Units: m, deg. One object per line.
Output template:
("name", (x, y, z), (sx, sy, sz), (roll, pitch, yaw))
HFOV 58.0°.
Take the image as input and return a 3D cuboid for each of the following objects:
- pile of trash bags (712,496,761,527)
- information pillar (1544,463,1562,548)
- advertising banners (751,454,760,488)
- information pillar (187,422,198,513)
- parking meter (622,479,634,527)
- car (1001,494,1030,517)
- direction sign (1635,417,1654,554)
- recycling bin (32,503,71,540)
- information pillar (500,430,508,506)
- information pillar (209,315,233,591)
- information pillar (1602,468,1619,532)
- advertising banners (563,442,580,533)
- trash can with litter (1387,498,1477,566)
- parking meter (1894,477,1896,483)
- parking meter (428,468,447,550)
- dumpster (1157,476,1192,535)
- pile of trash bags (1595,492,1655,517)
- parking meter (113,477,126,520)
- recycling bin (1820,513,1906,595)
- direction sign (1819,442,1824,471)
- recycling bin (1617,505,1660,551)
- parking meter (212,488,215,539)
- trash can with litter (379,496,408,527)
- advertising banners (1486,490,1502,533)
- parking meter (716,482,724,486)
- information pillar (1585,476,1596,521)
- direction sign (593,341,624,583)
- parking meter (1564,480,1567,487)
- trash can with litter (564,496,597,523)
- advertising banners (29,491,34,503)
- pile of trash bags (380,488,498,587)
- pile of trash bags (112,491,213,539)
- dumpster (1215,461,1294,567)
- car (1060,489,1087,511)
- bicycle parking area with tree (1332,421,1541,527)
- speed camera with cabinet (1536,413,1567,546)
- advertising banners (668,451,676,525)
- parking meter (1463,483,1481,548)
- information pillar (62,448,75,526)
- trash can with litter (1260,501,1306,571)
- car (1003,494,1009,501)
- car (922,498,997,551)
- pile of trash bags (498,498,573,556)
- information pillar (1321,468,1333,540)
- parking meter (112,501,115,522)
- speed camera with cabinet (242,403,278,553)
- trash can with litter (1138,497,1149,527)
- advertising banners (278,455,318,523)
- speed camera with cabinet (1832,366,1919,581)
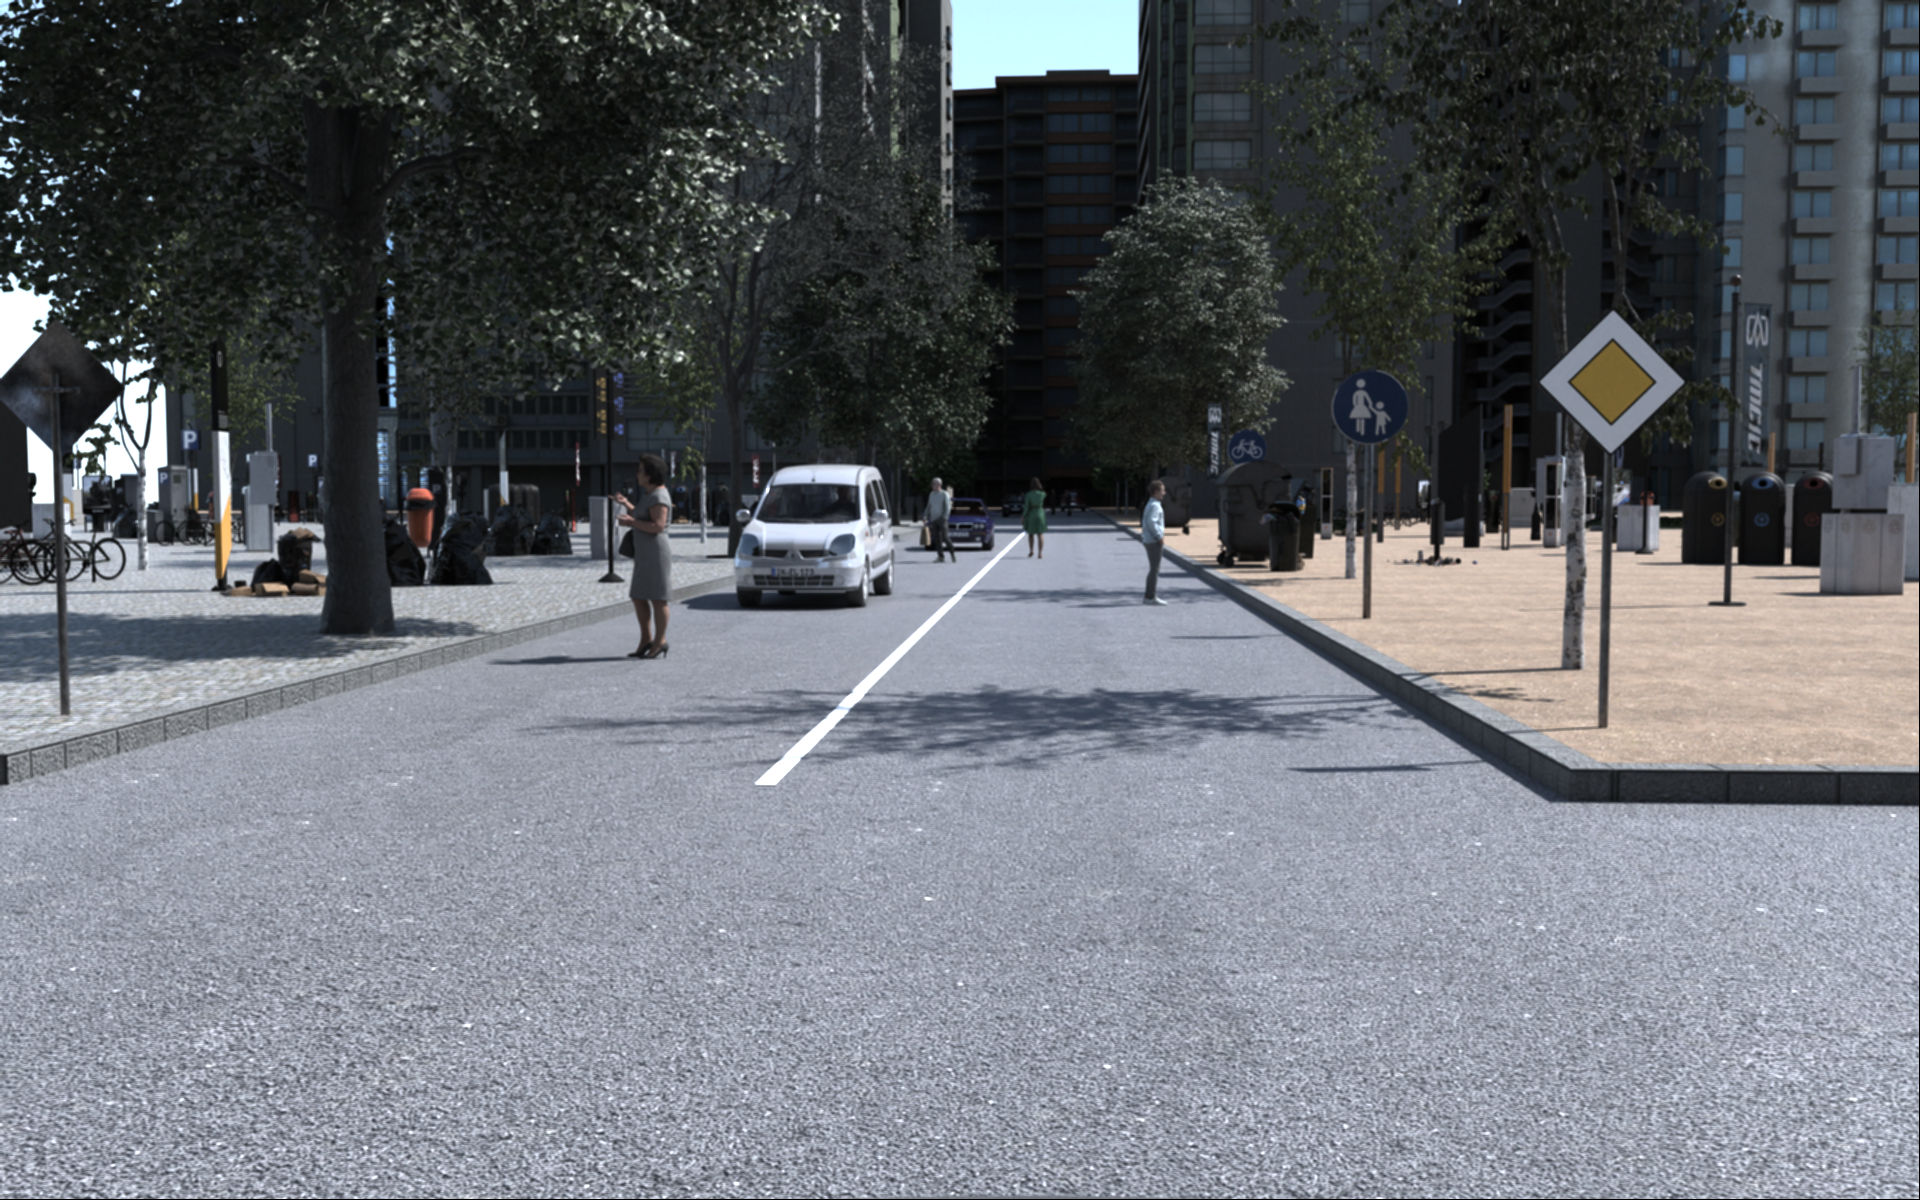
("pile of trash bags", (-8.261, -3.579, 68.263), (1.912, 1.369, 3.447), (-3, 5, -39))
("information pillar", (14.130, -2.250, 41.273), (0.304, 2.012, 0.304), (3, 4, 39))
("advertising banners", (-8.479, -4.935, 76.876), (0.090, 3.025, 2.074), (3, 5, 43))
("information pillar", (-24.990, -3.978, 56.392), (0.504, 3.616, 0.183), (3, 5, 41))
("parking meter", (-12.892, -3.768, 67.324), (0.399, 1.863, 0.255), (-3, 5, -43))
("car", (3.588, -6.051, 108.726), (2.009, 1.686, 4.222), (0, 4, 5))
("direction sign", (14.654, -2.752, 36.990), (0.379, 3.537, 0.876), (1, 4, 8))
("recycling bin", (-25.549, -2.211, 48.707), (0.722, 1.027, 0.722), (0, 4, 6))
("information pillar", (-16.683, -4.406, 63.396), (0.183, 3.616, 0.504), (-3, 5, -41))
("information pillar", (-9.803, -1.933, 22.966), (0.183, 3.616, 0.504), (0, 4, -8))
("information pillar", (18.523, -2.741, 49.307), (0.304, 2.012, 0.304), (-1, 4, -12))
("advertising banners", (-12.876, -3.753, 57.548), (0.090, 3.025, 2.074), (0, 4, 2))
("trash can with litter", (8.641, -1.272, 31.849), (1.678, 1.210, 2.233), (1, 4, 19))
("parking meter", (31.531, -3.239, 58.667), (0.255, 1.863, 0.399), (3, 4, 36))
("parking meter", (-11.917, -2.070, 39.551), (0.399, 1.863, 0.255), (-1, 4, -10))
("dumpster", (6.722, -3.011, 54.989), (1.264, 1.857, 1.865), (0, 4, 4))
("pile of trash bags", (28.549, -4.013, 75.369), (3.447, 1.369, 1.912), (0, 4, -8))
("parking meter", (-29.185, -3.329, 60.137), (0.399, 1.863, 0.255), (-2, 4, -26))
("recycling bin", (11.605, -0.595, 22.280), (0.722, 1.027, 0.722), (0, 4, -8))
("direction sign", (37.897, -5.156, 76.290), (0.379, 3.537, 0.876), (1, 4, 18))
("recycling bin", (15.291, -1.620, 39.043), (0.722, 1.027, 0.722), (3, 5, 41))
("parking meter", (-20.987, -2.491, 49.142), (0.372, 1.533, 0.369), (0, 3, 0))
("trash can with litter", (-22.248, -3.447, 67.413), (2.233, 1.210, 1.678), (0, 4, 5))
("advertising banners", (16.691, -3.682, 56.396), (2.074, 3.025, 0.090), (-1, 4, -11))
("parking meter", (-11.588, -4.761, 83.545), (0.399, 1.863, 0.255), (-1, 4, -13))
("information pillar", (25.996, -4.094, 71.426), (0.304, 2.012, 0.304), (-3, 5, -43))
("direction sign", (-5.087, -2.028, 25.159), (0.379, 3.537, 0.876), (1, 4, 16))
("parking meter", (24.080, -3.871, 69.002), (0.399, 1.863, 0.255), (-1, 4, -9))
("trash can with litter", (-16.662, -4.062, 77.475), (2.233, 1.210, 1.678), (2, 4, 23))
("advertising banners", (-38.853, -4.545, 70.499), (0.090, 3.025, 2.074), (3, 5, 43))
("pile of trash bags", (-7.975, -0.968, 25.582), (1.912, 1.369, 3.447), (-1, 4, -19))
("pile of trash bags", (-23.135, -2.538, 51.250), (1.912, 1.369, 3.447), (2, 4, 27))
("dumpster", (5.252, -1.537, 30.889), (1.264, 1.857, 1.865), (0, 4, 3))
("car", (9.450, -8.315, 144.626), (2.281, 1.827, 5.304), (0, 4, 4))
("bicycle parking area with tree", (19.275, -5.124, 70.783), (9.016, 4.147, 8.231), (1, 4, 23))
("speed camera with cabinet", (14.725, -2.967, 42.852), (0.660, 3.252, 2.038), (2, 4, 29))
("advertising banners", (-12.139, -4.601, 71.418), (0.090, 3.025, 2.074), (-2, 4, -35))
("parking meter", (12.263, -2.022, 41.475), (0.372, 1.533, 0.369), (0, 3, 0))
("information pillar", (-36.265, -4.828, 70.289), (0.504, 3.616, 0.183), (-2, 4, -31))
("trash can with litter", (5.425, -1.076, 28.983), (0.624, 1.170, 1.055), (1, 4, 23))
("car", (4.075, -7.167, 127.398), (2.015, 1.641, 3.980), (0, 4, 2))
("car", (0.008, -1.990, 45.121), (1.945, 1.354, 3.894), (0, 4, 2))
("pile of trash bags", (-9.929, -1.611, 36.095), (1.912, 1.369, 3.447), (3, 5, 43))
("information pillar", (10.368, -2.719, 48.951), (0.304, 2.012, 0.304), (1, 4, 17))
("parking meter", (-39.209, -4.405, 80.439), (0.372, 1.533, 0.369), (0, 3, 0))
("speed camera with cabinet", (-15.543, -2.694, 38.377), (0.660, 3.252, 2.038), (-2, 4, -26))
("trash can with litter", (7.400, -3.376, 66.579), (1.055, 1.170, 0.624), (2, 4, 25))
("advertising banners", (-29.998, -5.004, 78.009), (2.074, 3.025, 0.090), (-1, 4, -13))
("speed camera with cabinet", (14.241, -1.951, 26.238), (0.660, 3.252, 2.038), (-1, 4, -18))
